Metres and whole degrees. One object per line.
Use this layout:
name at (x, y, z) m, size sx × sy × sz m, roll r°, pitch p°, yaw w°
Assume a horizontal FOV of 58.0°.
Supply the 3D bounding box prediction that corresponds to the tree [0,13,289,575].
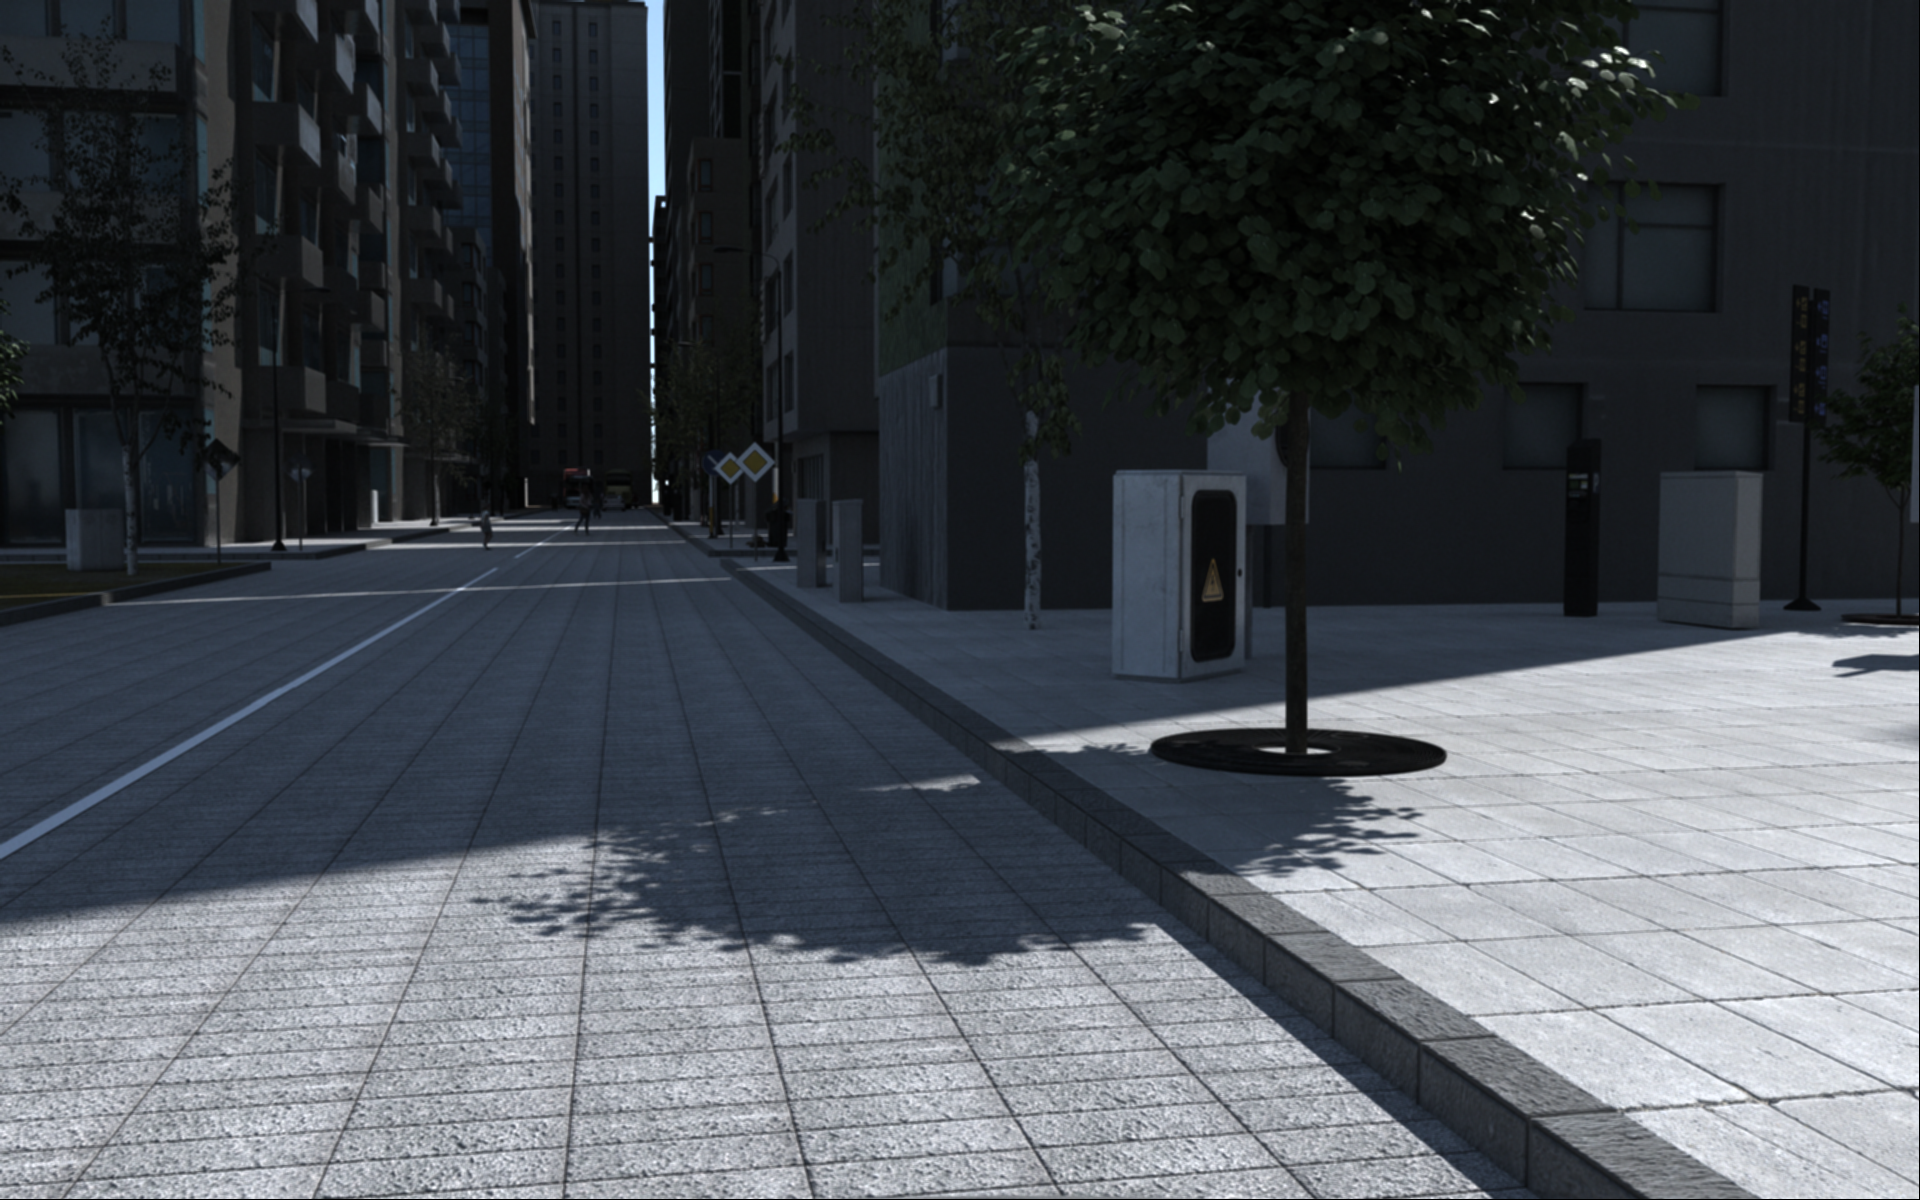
tree at (-12.959, -4.690, 27.052) m, size 4.360 × 8.622 × 3.978 m, roll 0°, pitch 3°, yaw 0°

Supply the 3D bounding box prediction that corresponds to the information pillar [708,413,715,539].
information pillar at (-7.178, -3.591, 50.063) m, size 0.183 × 3.616 × 0.504 m, roll 0°, pitch 4°, yaw -1°

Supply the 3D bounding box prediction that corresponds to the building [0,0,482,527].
building at (-37.755, -28.679, 88.508) m, size 23.786 × 49.044 × 30.456 m, roll -1°, pitch 4°, yaw -11°

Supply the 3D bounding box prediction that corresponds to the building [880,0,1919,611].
building at (5.459, -20.927, 25.756) m, size 14.154 × 41.232 × 14.086 m, roll -1°, pitch 4°, yaw -11°

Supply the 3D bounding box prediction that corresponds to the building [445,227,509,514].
building at (-47.652, -17.068, 124.107) m, size 27.650 × 21.520 × 28.899 m, roll -1°, pitch 4°, yaw -11°

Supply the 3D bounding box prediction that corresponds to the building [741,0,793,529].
building at (-1.961, -18.282, 70.608) m, size 14.160 × 30.474 × 14.107 m, roll -1°, pitch 4°, yaw -11°

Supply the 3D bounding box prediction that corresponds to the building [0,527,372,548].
building at (-29.965, -26.380, 50.916) m, size 23.786 × 49.044 × 30.456 m, roll -1°, pitch 4°, yaw -11°

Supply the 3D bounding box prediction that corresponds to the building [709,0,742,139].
building at (-9.824, -42.135, 127.164) m, size 20.563 × 71.187 × 20.611 m, roll -1°, pitch 4°, yaw -11°

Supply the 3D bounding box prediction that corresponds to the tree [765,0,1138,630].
tree at (0.477, -4.018, 16.057) m, size 4.737 × 8.622 × 4.395 m, roll 0°, pitch 3°, yaw 0°

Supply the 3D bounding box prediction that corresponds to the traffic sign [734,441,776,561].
traffic sign at (-3.902, -1.796, 33.013) m, size 0.795 × 2.450 × 0.064 m, roll -1°, pitch 4°, yaw -11°

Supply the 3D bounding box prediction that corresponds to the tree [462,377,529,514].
tree at (-29.755, -9.765, 110.015) m, size 4.737 × 8.622 × 4.395 m, roll 0°, pitch 3°, yaw 0°

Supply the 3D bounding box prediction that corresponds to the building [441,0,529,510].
building at (-44.141, -30.337, 146.121) m, size 14.600 × 45.320 × 14.200 m, roll -1°, pitch 4°, yaw -11°

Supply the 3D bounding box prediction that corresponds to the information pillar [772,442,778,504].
information pillar at (-5.757, -3.878, 54.757) m, size 0.183 × 3.616 × 0.504 m, roll 2°, pitch 4°, yaw 26°

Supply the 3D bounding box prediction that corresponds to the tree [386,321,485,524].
tree at (-22.285, -7.543, 73.689) m, size 4.360 × 8.622 × 3.978 m, roll 0°, pitch 3°, yaw 0°

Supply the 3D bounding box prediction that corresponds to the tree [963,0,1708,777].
tree at (1.748, -1.511, 8.423) m, size 4.285 × 4.588 × 4.351 m, roll 0°, pitch 3°, yaw 0°

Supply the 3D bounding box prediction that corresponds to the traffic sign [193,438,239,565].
traffic sign at (-13.377, -1.687, 31.218) m, size 0.795 × 2.450 × 0.064 m, roll -1°, pitch 4°, yaw -11°

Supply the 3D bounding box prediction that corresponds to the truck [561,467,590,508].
truck at (-40.054, -11.747, 180.982) m, size 2.839 × 4.237 × 11.283 m, roll -1°, pitch 4°, yaw -11°

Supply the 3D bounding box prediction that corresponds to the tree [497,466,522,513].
tree at (-31.579, -7.718, 120.793) m, size 1.663 × 3.219 × 1.824 m, roll 0°, pitch 3°, yaw 0°

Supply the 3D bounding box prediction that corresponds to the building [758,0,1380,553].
building at (1.961, -22.233, 47.101) m, size 14.086 × 41.232 × 14.154 m, roll -1°, pitch 4°, yaw -11°

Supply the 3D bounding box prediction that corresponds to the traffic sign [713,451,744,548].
traffic sign at (-5.411, -2.276, 40.855) m, size 0.795 × 2.450 × 0.064 m, roll -1°, pitch 4°, yaw -11°

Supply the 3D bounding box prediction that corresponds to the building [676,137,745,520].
building at (-2.037, -15.646, 100.854) m, size 27.650 × 21.520 × 28.899 m, roll -1°, pitch 4°, yaw -11°

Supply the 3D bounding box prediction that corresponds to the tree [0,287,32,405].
tree at (-13.208, -2.288, 21.129) m, size 4.285 × 4.588 × 4.351 m, roll 0°, pitch 3°, yaw 0°

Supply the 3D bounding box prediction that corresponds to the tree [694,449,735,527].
tree at (-9.686, -4.457, 67.478) m, size 1.663 × 3.219 × 1.824 m, roll 0°, pitch 3°, yaw 0°

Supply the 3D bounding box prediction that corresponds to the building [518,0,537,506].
building at (-55.848, -35.469, 169.152) m, size 27.495 × 52.752 × 28.713 m, roll -1°, pitch 4°, yaw -11°

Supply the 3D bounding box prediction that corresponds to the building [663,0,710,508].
building at (-14.282, -32.124, 148.937) m, size 21.300 × 48.544 × 21.600 m, roll -1°, pitch 4°, yaw -11°

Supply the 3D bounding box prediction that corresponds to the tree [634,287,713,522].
tree at (-7.950, -6.687, 59.694) m, size 4.737 × 8.622 × 4.395 m, roll 0°, pitch 3°, yaw 0°

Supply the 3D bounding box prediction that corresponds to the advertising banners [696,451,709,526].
advertising banners at (-10.370, -4.493, 69.645) m, size 0.090 × 3.025 × 2.074 m, roll -1°, pitch 4°, yaw -20°

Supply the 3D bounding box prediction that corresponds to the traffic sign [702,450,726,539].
traffic sign at (-7.005, -3.035, 49.720) m, size 0.768 × 2.556 × 0.104 m, roll 0°, pitch 4°, yaw -1°

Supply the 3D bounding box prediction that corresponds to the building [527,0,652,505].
building at (-51.001, -40.515, 204.425) m, size 28.212 × 58.520 × 21.231 m, roll -1°, pitch 4°, yaw -11°

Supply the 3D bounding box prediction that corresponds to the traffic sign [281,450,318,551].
traffic sign at (-14.886, -2.166, 39.059) m, size 0.795 × 2.450 × 0.064 m, roll -1°, pitch 4°, yaw -11°

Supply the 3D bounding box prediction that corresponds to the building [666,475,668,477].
building at (-17.621, -33.954, 174.755) m, size 23.786 × 49.044 × 30.456 m, roll -1°, pitch 4°, yaw -11°

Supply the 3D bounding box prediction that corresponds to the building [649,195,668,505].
building at (-26.037, -31.973, 214.631) m, size 23.993 × 40.220 × 32.217 m, roll -1°, pitch 4°, yaw -11°

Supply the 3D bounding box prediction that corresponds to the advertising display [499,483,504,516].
advertising display at (-27.094, -5.938, 102.293) m, size 0.123 × 1.923 × 0.974 m, roll -1°, pitch 4°, yaw -23°
